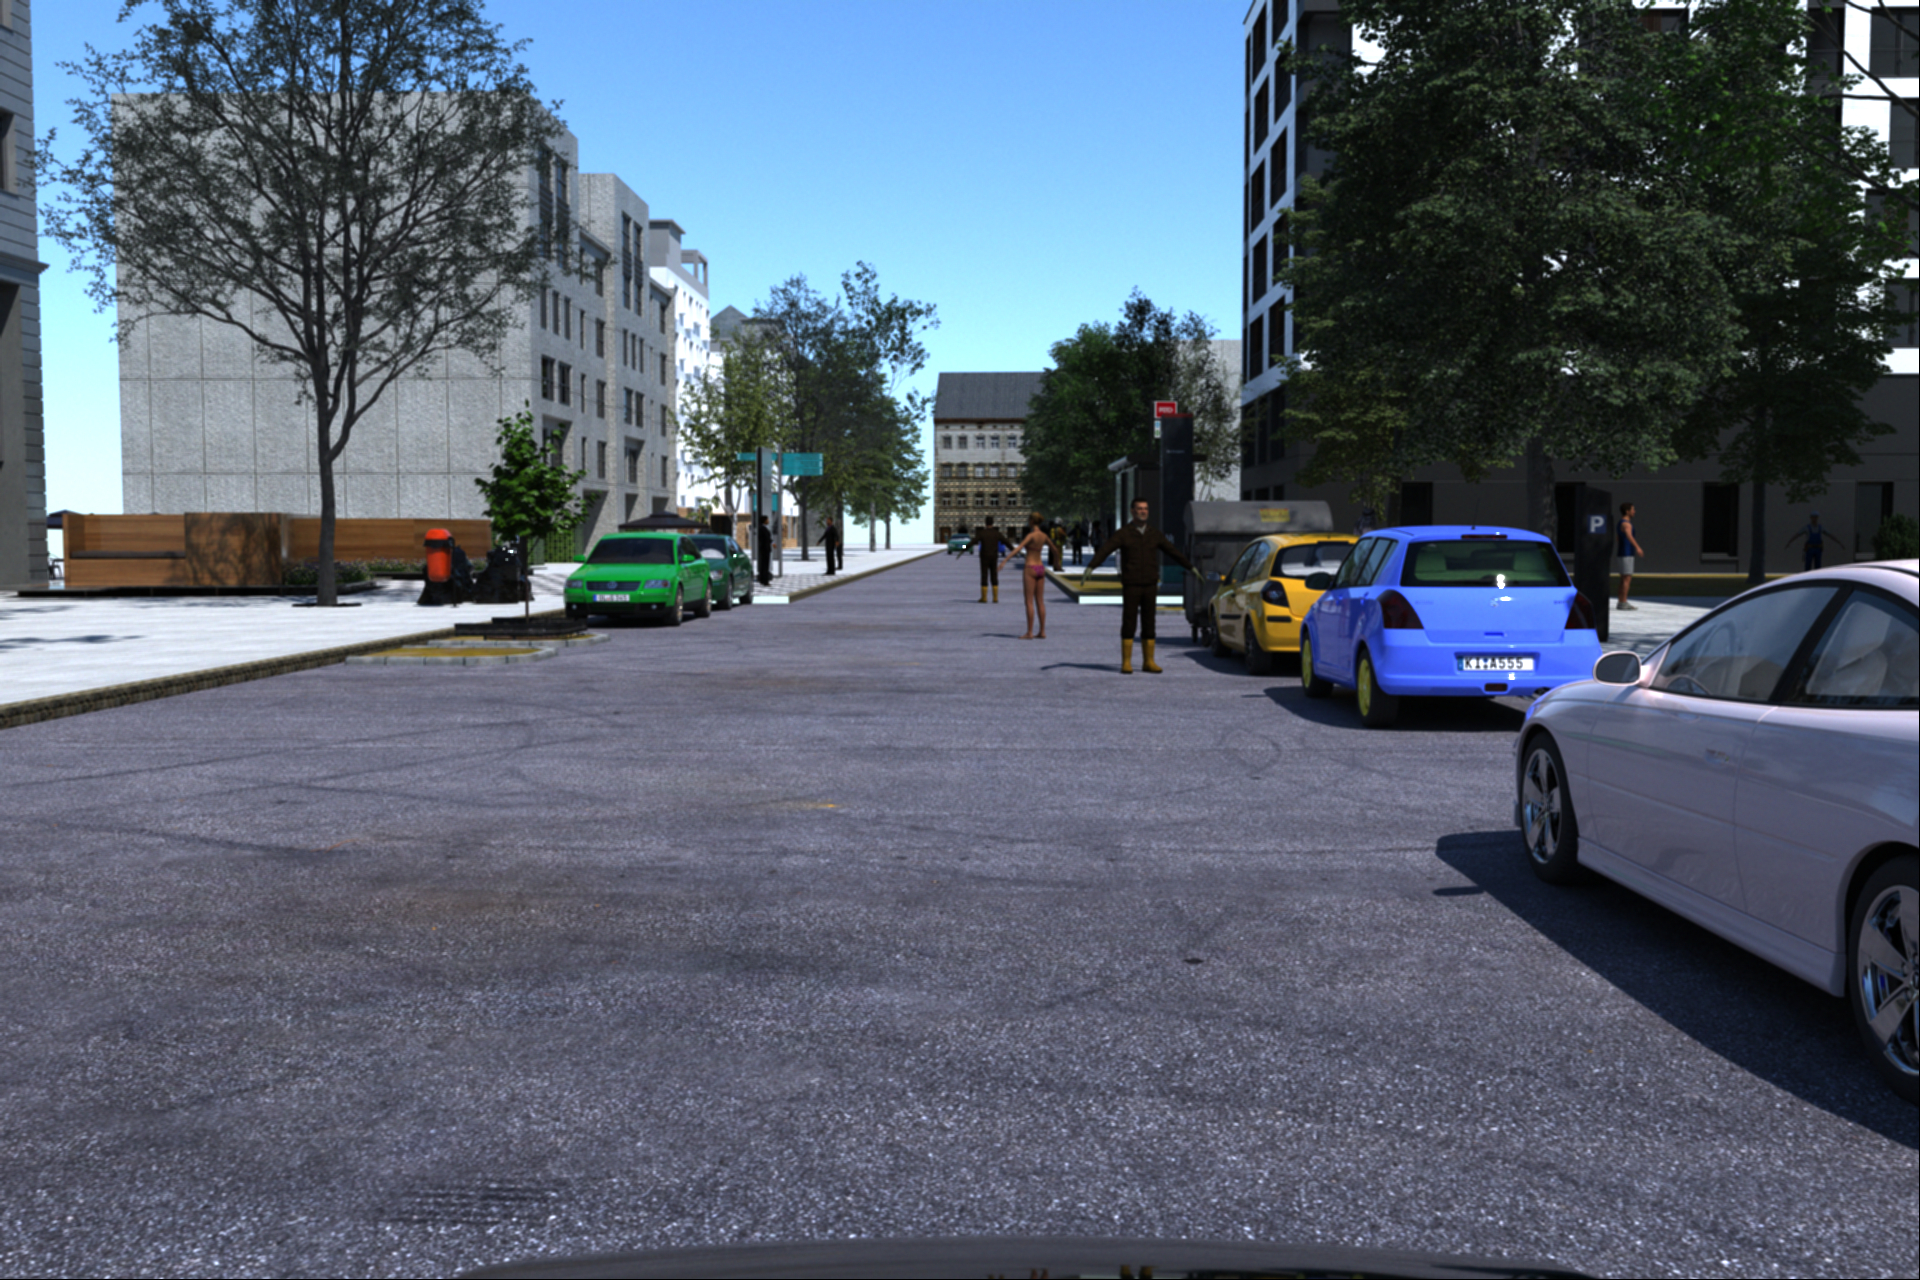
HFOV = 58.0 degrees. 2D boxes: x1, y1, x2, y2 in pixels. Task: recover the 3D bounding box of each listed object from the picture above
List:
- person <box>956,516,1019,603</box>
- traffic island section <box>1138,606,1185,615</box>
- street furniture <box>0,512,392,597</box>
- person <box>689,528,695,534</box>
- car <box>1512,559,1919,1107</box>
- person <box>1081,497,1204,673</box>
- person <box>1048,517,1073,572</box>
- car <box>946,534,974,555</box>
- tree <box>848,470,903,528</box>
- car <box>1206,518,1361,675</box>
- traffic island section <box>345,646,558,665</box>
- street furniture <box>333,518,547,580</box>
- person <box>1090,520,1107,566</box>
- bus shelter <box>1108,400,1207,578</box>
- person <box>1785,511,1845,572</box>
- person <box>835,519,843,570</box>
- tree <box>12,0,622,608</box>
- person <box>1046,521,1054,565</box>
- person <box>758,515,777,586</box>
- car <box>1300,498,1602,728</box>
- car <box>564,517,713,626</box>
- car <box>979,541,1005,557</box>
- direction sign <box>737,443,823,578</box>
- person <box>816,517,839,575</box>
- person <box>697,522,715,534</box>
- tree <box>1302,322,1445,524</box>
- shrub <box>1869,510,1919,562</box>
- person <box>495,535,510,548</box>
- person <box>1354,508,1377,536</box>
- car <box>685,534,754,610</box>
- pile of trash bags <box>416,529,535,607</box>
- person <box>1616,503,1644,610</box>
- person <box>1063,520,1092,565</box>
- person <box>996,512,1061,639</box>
[{"bbox_3d":[0.599,-1.683,36.116,1.346,1.812,0.704,-1,4,-15],"label":"person"},{"bbox_3d":[4.206,-0.528,31.505,1.991,0.108,1.994,0,4,2],"label":"traffic island section"},{"bbox_3d":[-15.701,-1.968,39.033,9.812,1.723,11.010,-1,4,-10],"label":"street furniture"},{"bbox_3d":[-7.186,-2.288,46.682,0.991,1.433,0.599,-2,4,-31],"label":"person"},{"bbox_3d":[3.300,0.410,5.660,2.083,1.381,4.827,0,4,0],"label":"car"},{"bbox_3d":[1.859,-0.567,17.860,1.346,1.812,0.704,-1,4,-15],"label":"person"},{"bbox_3d":[3.368,-3.262,59.098,0.705,1.858,1.354,-2,4,-34],"label":"person"},{"bbox_3d":[0.053,-6.780,122.647,2.131,1.459,4.920,0,4,1],"label":"car"},{"bbox_3d":[-11.046,-19.018,229.065,7.486,12.596,7.792,0,3,0],"label":"tree"},{"bbox_3d":[3.782,-0.537,19.004,2.015,1.641,3.980,0,4,0],"label":"car"},{"bbox_3d":[-5.720,0.182,19.886,1.991,0.108,1.994,0,4,1],"label":"traffic island section"},{"bbox_3d":[-16.625,-2.669,50.492,11.010,1.723,9.812,1,4,10],"label":"street furniture"},{"bbox_3d":[5.508,-3.860,69.252,0.704,1.843,1.345,-2,4,-28],"label":"person"},{"bbox_3d":[5.446,-4.400,49.576,2.179,5.291,8.768,0,4,0],"label":"bus shelter"},{"bbox_3d":[20.593,-2.196,41.767,1.347,1.847,0.705,1,4,11],"label":"person"},{"bbox_3d":[-4.362,-3.420,62.050,0.705,1.813,1.348,0,4,2],"label":"person"},{"bbox_3d":[-11.066,-7.334,30.284,12.009,13.543,11.850,0,3,0],"label":"tree"},{"bbox_3d":[3.772,-3.958,70.896,0.705,1.806,1.347,-1,4,-21],"label":"person"},{"bbox_3d":[-4.718,-2.192,42.567,0.721,1.740,1.216,-1,4,-21],"label":"person"},{"bbox_3d":[3.846,-0.275,14.091,1.945,1.707,3.694,0,4,1],"label":"car"},{"bbox_3d":[-5.203,-1.195,28.336,1.959,1.807,4.718,0,4,1],"label":"car"},{"bbox_3d":[2.079,-6.242,111.655,1.945,1.707,3.694,0,4,1],"label":"car"},{"bbox_3d":[-5.279,-3.834,51.441,2.525,3.948,1.411,0,4,1],"label":"direction sign"},{"bbox_3d":[-4.061,-2.914,53.861,0.704,1.802,1.346,-2,4,-32],"label":"person"},{"bbox_3d":[-10.259,-3.904,70.100,1.348,1.796,0.705,0,4,7],"label":"person"},{"bbox_3d":[12.226,-6.145,50.828,4.737,8.622,4.395,0,3,0],"label":"tree"},{"bbox_3d":[29.296,-3.034,54.021,1.690,2.028,1.600,0,3,0],"label":"shrub"},{"bbox_3d":[-18.022,-3.844,69.039,0.705,1.806,1.347,2,4,35],"label":"person"},{"bbox_3d":[7.236,-1.476,30.841,0.551,1.740,0.621,3,5,45],"label":"person"},{"bbox_3d":[-5.192,-1.364,34.103,2.131,1.459,4.920,0,4,1],"label":"car"},{"bbox_3d":[-9.065,-1.346,31.763,1.912,1.369,3.447,0,4,1],"label":"pile of trash bags"},{"bbox_3d":[11.295,-1.415,29.306,0.704,1.807,1.345,1,4,9],"label":"person"},{"bbox_3d":[4.942,-4.115,73.058,1.354,1.856,0.705,-1,4,-9],"label":"person"},{"bbox_3d":[0.965,-0.885,23.724,1.217,1.733,0.721,-3,5,-44],"label":"person"}]
